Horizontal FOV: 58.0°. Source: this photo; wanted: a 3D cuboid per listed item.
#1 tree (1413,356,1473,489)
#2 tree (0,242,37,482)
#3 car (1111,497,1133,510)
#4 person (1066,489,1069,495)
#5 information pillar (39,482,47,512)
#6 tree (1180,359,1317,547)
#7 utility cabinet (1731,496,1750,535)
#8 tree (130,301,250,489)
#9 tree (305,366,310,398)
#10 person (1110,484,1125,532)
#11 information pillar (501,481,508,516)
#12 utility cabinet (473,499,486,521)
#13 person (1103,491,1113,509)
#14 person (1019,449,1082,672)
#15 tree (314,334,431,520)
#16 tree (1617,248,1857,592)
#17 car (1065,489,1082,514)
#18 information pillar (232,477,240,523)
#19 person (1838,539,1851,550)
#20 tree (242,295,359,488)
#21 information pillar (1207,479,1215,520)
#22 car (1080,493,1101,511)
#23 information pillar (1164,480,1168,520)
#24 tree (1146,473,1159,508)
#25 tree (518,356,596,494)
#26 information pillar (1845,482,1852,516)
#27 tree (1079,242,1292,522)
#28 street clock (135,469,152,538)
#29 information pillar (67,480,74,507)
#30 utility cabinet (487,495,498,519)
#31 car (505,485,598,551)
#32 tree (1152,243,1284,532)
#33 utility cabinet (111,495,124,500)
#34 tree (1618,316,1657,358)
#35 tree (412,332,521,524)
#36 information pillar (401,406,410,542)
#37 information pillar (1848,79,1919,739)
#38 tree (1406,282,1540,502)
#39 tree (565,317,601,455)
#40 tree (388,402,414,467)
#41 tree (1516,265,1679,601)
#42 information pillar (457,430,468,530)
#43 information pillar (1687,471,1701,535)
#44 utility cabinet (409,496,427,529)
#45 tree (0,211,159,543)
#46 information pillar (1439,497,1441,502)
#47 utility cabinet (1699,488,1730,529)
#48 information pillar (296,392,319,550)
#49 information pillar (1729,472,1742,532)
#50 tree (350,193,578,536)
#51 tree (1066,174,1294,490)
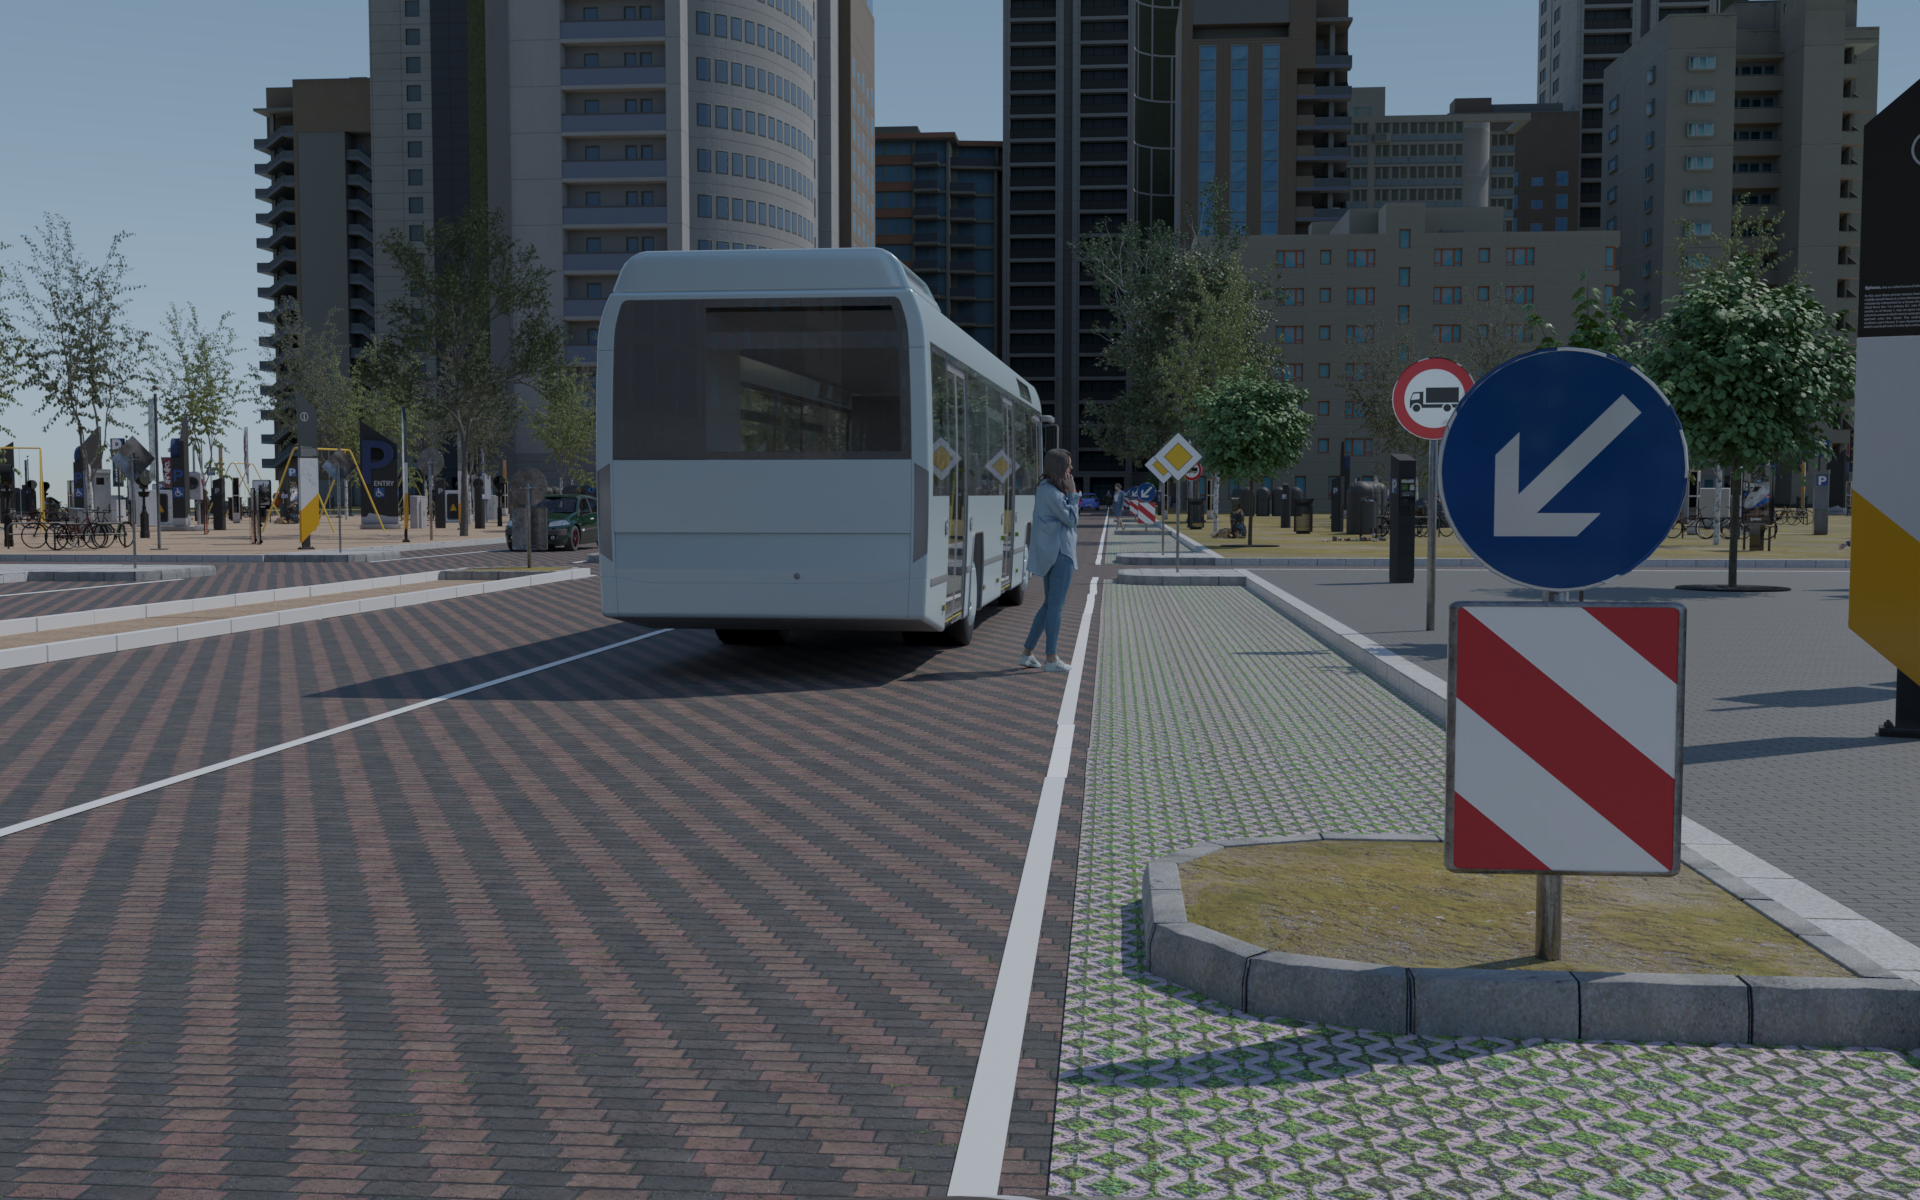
[{"bbox_3d":[25.779,-8.690,92.447,4.737,8.622,4.395,0,3,0],"label":"tree"},{"bbox_3d":[-27.211,-5.923,47.199,4.737,8.622,4.395,0,3,0],"label":"tree"},{"bbox_3d":[14.205,-8.515,151.806,1.945,1.354,3.894,0,4,5],"label":"car"},{"bbox_3d":[5.893,-5.259,94.587,0.391,1.810,0.635,-1,4,-18],"label":"person"},{"bbox_3d":[-54.093,-5.976,102.191,0.304,2.012,0.304,-1,4,-15],"label":"information pillar"},{"bbox_3d":[7.020,-3.579,42.233,4.285,4.588,4.351,0,3,0],"label":"tree"},{"bbox_3d":[24.561,-2.639,54.303,1.020,1.237,0.306,-3,4,-37],"label":"utility cabinet"},{"bbox_3d":[-28.808,-7.044,65.539,4.737,8.622,4.395,0,3,0],"label":"tree"},{"bbox_3d":[-30.546,-8.340,86.716,4.737,8.622,4.395,0,3,0],"label":"tree"},{"bbox_3d":[5.929,-3.417,64.395,0.654,1.822,0.581,-2,4,-28],"label":"person"},{"bbox_3d":[-26.588,-5.906,101.063,0.304,2.012,0.304,1,4,15],"label":"information pillar"},{"bbox_3d":[-22.614,-4.455,81.520,0.318,1.500,1.173,-2,4,-29],"label":"utility cabinet"},{"bbox_3d":[13.847,-9.349,162.080,1.217,1.736,0.721,-3,4,-37],"label":"person"},{"bbox_3d":[0.725,-0.320,14.003,0.793,1.790,0.793,-3,5,-43],"label":"person"},{"bbox_3d":[-25.817,-7.855,78.796,4.737,8.622,4.395,0,3,0],"label":"tree"},{"bbox_3d":[10.436,-2.410,23.122,4.285,4.588,4.351,0,3,0],"label":"tree"},{"bbox_3d":[7.629,-7.081,124.451,2.281,1.827,5.304,0,4,3],"label":"car"},{"bbox_3d":[-31.797,-4.378,76.069,0.304,2.012,0.304,-1,4,-21],"label":"information pillar"},{"bbox_3d":[16.922,-1.103,32.027,0.738,1.151,1.012,-3,4,-36],"label":"person"},{"bbox_3d":[-24.049,-6.935,63.753,4.360,8.622,3.978,0,3,0],"label":"tree"},{"bbox_3d":[12.616,-5.047,87.017,0.304,2.012,0.304,-3,4,-36],"label":"information pillar"},{"bbox_3d":[11.346,-8.699,151.812,1.945,1.707,3.694,0,4,7],"label":"car"},{"bbox_3d":[10.337,-5.071,87.406,0.304,2.012,0.304,0,4,3],"label":"information pillar"},{"bbox_3d":[19.068,-10.970,173.963,1.663,3.219,1.824,0,3,0],"label":"tree"},{"bbox_3d":[-20.059,-8.356,86.983,4.737,8.622,4.395,0,3,0],"label":"tree"},{"bbox_3d":[52.611,-5.992,102.468,0.304,2.012,0.304,-3,5,-43],"label":"information pillar"},{"bbox_3d":[10.714,-9.903,78.930,9.611,12.733,9.660,0,3,0],"label":"tree"},{"bbox_3d":[-23.732,-2.802,50.375,0.358,2.002,0.471,2,4,24],"label":"street clock"},{"bbox_3d":[-46.782,-5.302,91.172,0.304,2.012,0.304,-3,5,-42],"label":"information pillar"},{"bbox_3d":[-23.830,-4.697,87.951,0.306,1.237,1.020,-3,5,-42],"label":"utility cabinet"},{"bbox_3d":[-10.366,-2.141,44.792,2.009,1.686,4.222,0,4,6],"label":"car"},{"bbox_3d":[7.644,-6.194,51.641,4.737,8.622,4.395,0,3,0],"label":"tree"},{"bbox_3d":[-51.093,-5.718,104.656,1.020,1.237,0.306,0,4,-1],"label":"utility cabinet"},{"bbox_3d":[27.716,-7.343,70.415,4.360,8.622,3.978,0,3,0],"label":"tree"},{"bbox_3d":[-20.653,-7.491,72.841,4.360,8.622,3.978,0,3,0],"label":"tree"},{"bbox_3d":[-14.708,-3.337,45.908,0.183,3.616,0.504,-1,4,-22],"label":"information pillar"},{"bbox_3d":[4.981,-1.085,9.092,0.504,3.616,0.183,2,4,26],"label":"information pillar"},{"bbox_3d":[18.077,-6.671,59.439,4.360,8.622,3.978,0,3,0],"label":"tree"},{"bbox_3d":[-13.770,-7.372,70.896,4.360,8.622,3.978,0,3,0],"label":"tree"},{"bbox_3d":[-31.766,-9.308,102.548,4.360,8.622,3.978,0,3,0],"label":"tree"},{"bbox_3d":[5.354,-1.236,14.812,1.663,3.219,1.824,0,3,0],"label":"tree"},{"bbox_3d":[-17.787,-4.317,61.934,0.504,3.616,0.183,3,4,39],"label":"information pillar"},{"bbox_3d":[23.000,-3.045,54.283,0.304,2.012,0.304,2,4,35],"label":"information pillar"},{"bbox_3d":[-20.191,-3.268,64.600,0.306,1.237,1.020,0,4,2],"label":"utility cabinet"},{"bbox_3d":[-22.856,-5.796,45.130,4.360,8.622,3.978,0,3,0],"label":"tree"},{"bbox_3d":[23.997,-5.780,85.864,0.504,3.616,0.183,2,4,27],"label":"information pillar"},{"bbox_3d":[27.646,-3.356,63.556,1.173,1.500,0.318,3,5,42],"label":"utility cabinet"},{"bbox_3d":[-15.068,-2.975,40.001,0.183,3.616,0.504,2,4,35],"label":"information pillar"},{"bbox_3d":[25.701,-3.234,57.372,0.304,2.012,0.304,1,4,10],"label":"information pillar"},{"bbox_3d":[-14.939,-7.247,52.907,8.767,10.594,7.601,3,4,38],"label":"tree"},{"bbox_3d":[12.967,-15.134,103.328,12.611,20.169,13.585,0,3,0],"label":"tree"}]
